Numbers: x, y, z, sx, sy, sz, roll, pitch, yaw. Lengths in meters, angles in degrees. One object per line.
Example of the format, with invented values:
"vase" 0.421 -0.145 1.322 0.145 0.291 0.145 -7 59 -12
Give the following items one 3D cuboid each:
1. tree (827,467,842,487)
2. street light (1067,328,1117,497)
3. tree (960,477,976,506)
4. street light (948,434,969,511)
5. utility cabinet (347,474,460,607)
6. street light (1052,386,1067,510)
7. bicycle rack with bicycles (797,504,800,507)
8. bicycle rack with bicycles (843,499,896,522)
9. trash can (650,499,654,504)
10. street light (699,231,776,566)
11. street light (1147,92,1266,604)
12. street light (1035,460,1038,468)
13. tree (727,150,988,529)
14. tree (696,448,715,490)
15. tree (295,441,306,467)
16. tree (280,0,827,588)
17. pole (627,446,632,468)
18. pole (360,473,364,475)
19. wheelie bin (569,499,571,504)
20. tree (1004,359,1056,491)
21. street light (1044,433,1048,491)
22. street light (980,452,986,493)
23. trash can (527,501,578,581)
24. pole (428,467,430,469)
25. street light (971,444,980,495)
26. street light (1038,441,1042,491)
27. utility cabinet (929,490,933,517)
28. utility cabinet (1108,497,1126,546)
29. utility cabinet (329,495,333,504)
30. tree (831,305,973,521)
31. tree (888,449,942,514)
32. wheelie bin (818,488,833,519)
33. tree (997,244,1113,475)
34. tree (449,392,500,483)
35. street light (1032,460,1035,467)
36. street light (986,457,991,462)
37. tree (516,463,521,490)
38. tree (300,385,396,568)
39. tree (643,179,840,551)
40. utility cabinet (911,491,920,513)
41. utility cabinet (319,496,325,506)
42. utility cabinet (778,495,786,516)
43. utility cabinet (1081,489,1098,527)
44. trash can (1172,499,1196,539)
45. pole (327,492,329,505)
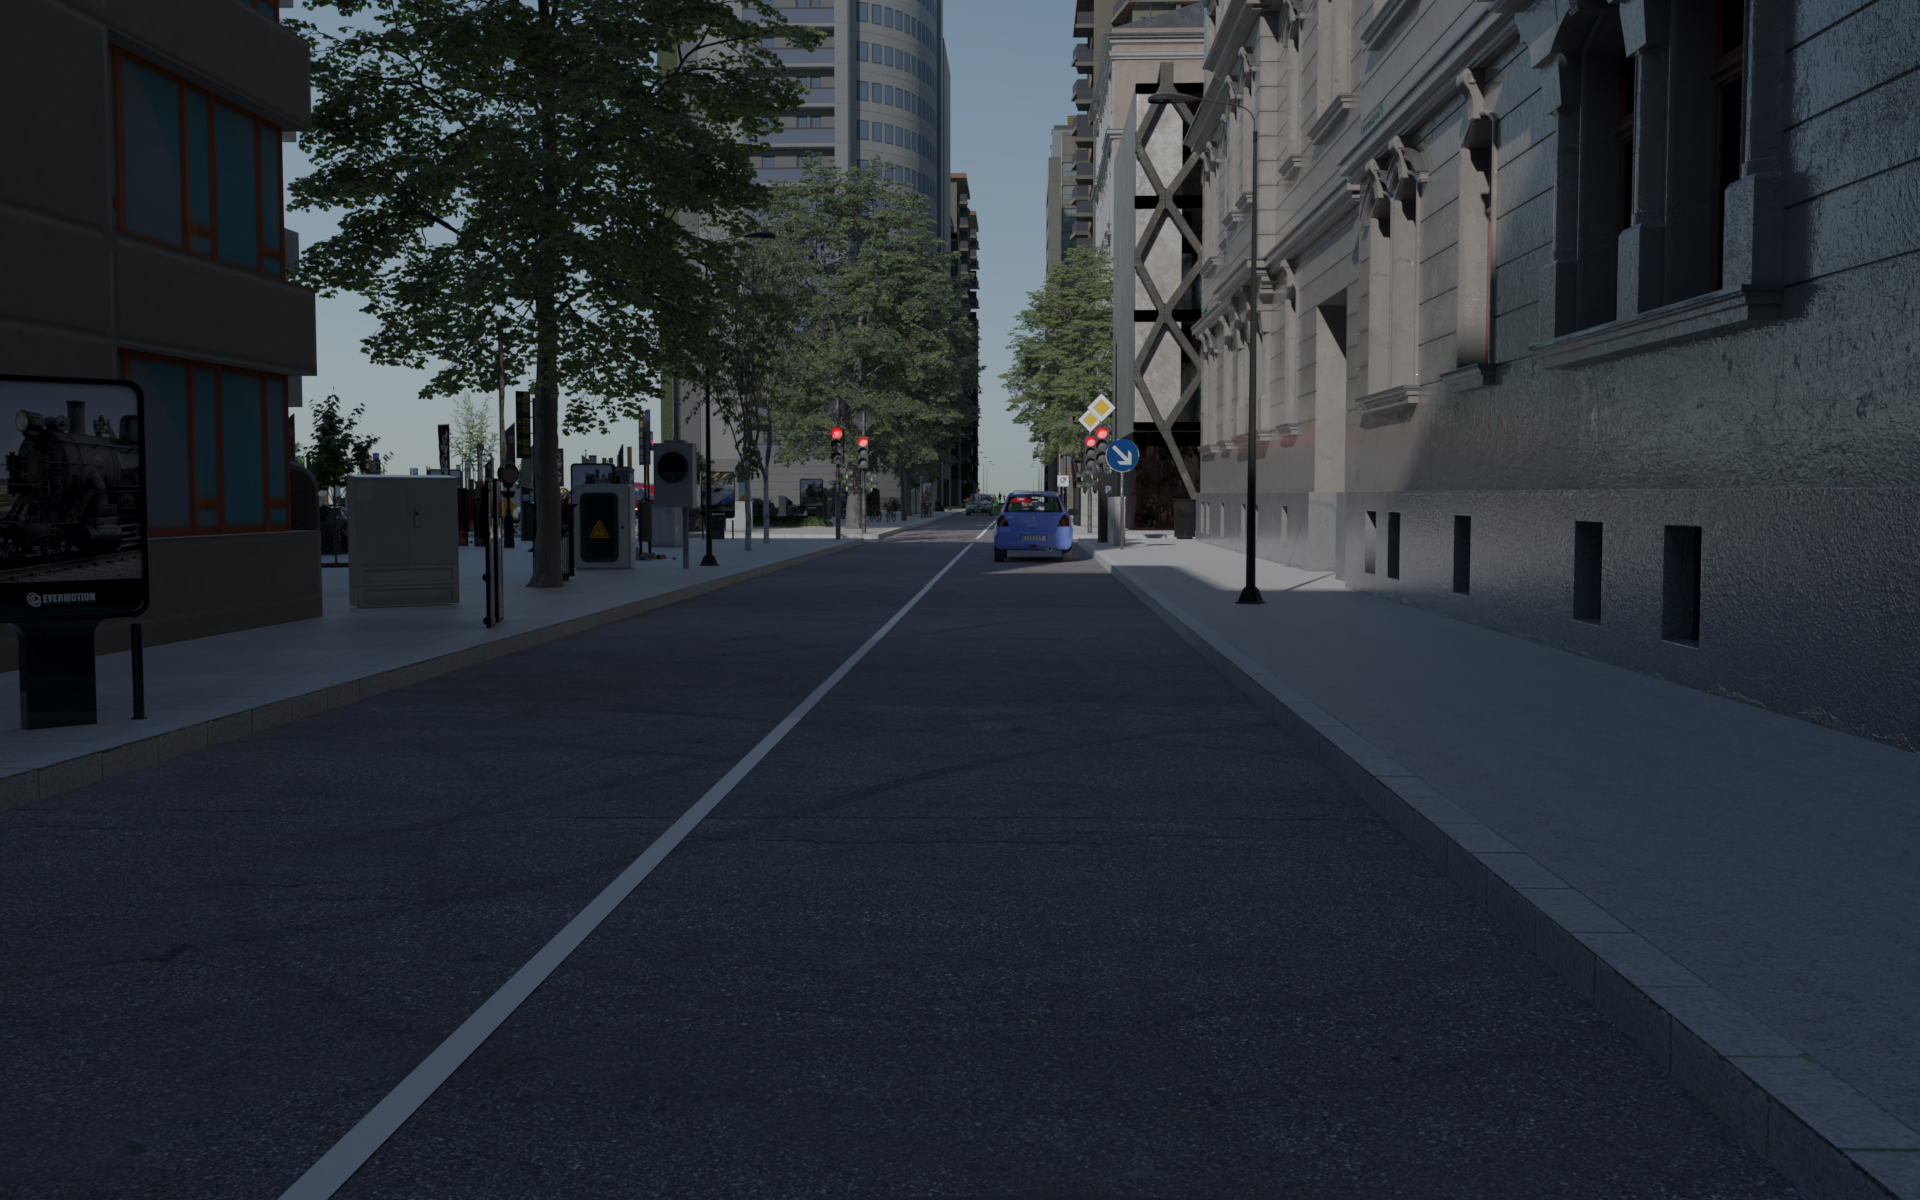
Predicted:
"tree" -8.342 -7.878 123.412 1.663 3.219 1.824 0 3 0
"street light" 3.825 -4.647 48.519 1.470 5.913 1.316 0 4 2
"tree" 1.020 -12.206 194.166 1.663 3.219 1.824 0 3 0
"street light" -0.225 -9.837 133.378 1.470 5.913 1.316 0 4 2
"utility cabinet" -6.351 -0.680 19.794 1.173 1.500 0.318 -3 4 -38
"street light" 4.782 -6.217 74.197 1.470 5.913 1.316 0 4 2
"bicycle rack with bicycles" -9.255 -6.150 113.936 2.852 0.926 2.925 3 5 42
"bicycle rack with bicycles" -4.241 -4.024 79.180 2.852 0.926 2.925 -1 4 -11
"trash can" -8.629 -2.322 49.615 0.748 1.137 0.748 0 3 0
"street light" -3.951 -3.564 30.810 1.470 5.913 1.316 0 4 2
"street light" 2.869 -2.914 20.178 1.470 5.913 1.316 0 4 2
"street light" 7.540 -10.962 151.776 1.470 5.913 1.316 0 4 2
"tree" -3.995 -9.582 63.329 9.857 13.997 8.962 0 3 0
"tree" -16.670 -7.436 105.299 4.285 4.588 4.351 0 3 0
"tree" -35.231 -6.452 89.209 4.285 4.588 4.351 0 3 0
"tree" -5.737 -6.475 23.989 7.486 12.596 7.792 0 3 0
"pole" -14.146 -4.916 74.213 0.158 3.312 0.155 0 3 0
"pole" -29.562 -5.616 85.660 0.158 3.312 0.155 0 3 0
"wheelie bin" -9.035 -2.090 42.081 0.980 1.594 0.693 0 4 -1
"tree" 12.737 -22.108 217.352 12.611 20.169 13.585 0 3 0
"street light" 5.768 -7.973 102.892 1.470 5.913 1.316 0 4 2
"street light" 1.848 -13.340 190.649 1.470 5.913 1.316 0 4 2
"trash can" -6.031 -0.858 25.687 0.748 1.137 0.748 0 3 0
"pole" -39.424 -8.246 128.662 0.158 3.312 0.155 0 3 0
"street light" 0.862 -11.573 161.751 1.470 5.913 1.316 0 4 2
"street light" 6.845 -9.696 131.075 1.470 5.913 1.316 0 4 2
"utility cabinet" -1.740 -5.347 96.106 0.318 1.500 1.173 1 4 10
"utility cabinet" 3.916 -1.972 43.411 0.306 1.237 1.020 0 4 -4
"utility cabinet" -47.306 -7.300 130.521 1.020 1.237 0.306 2 4 25
"tree" -3.025 -9.070 82.712 7.601 10.594 8.767 -1 4 -10
"tree" -2.878 -7.799 111.227 4.285 4.588 4.351 0 3 0
"wheelie bin" -6.878 -4.864 87.427 0.693 1.594 0.980 1 4 22
"tree" 5.415 -9.870 79.510 7.486 12.596 7.792 0 3 0
"tree" -34.324 -10.530 122.531 4.737 8.622 4.395 0 3 0
"street light" 9.592 -14.408 208.117 1.470 5.913 1.316 0 4 2
"street light" 2.758 -14.927 216.598 1.470 5.913 1.316 0 4 2
"tree" -25.098 -6.418 99.536 1.663 3.219 1.824 0 3 0
"tree" -11.061 -2.191 30.431 1.663 3.219 1.824 0 3 0
"tree" -5.003 -5.416 38.907 4.360 8.622 3.978 0 3 0
"utility cabinet" -3.206 -6.416 113.579 1.173 1.500 0.318 1 4 15
"utility cabinet" -27.934 -3.929 75.408 0.306 1.237 1.020 -3 4 -36
"utility cabinet" -8.706 -4.512 84.927 0.306 1.237 1.020 0 4 -1
"utility cabinet" 5.236 -3.556 66.827 1.173 1.500 0.318 3 4 37
"trash can" 6.384 -2.294 49.165 0.748 1.137 0.748 0 3 0
"pole" -39.182 -6.930 107.148 0.158 3.312 0.155 0 3 0
